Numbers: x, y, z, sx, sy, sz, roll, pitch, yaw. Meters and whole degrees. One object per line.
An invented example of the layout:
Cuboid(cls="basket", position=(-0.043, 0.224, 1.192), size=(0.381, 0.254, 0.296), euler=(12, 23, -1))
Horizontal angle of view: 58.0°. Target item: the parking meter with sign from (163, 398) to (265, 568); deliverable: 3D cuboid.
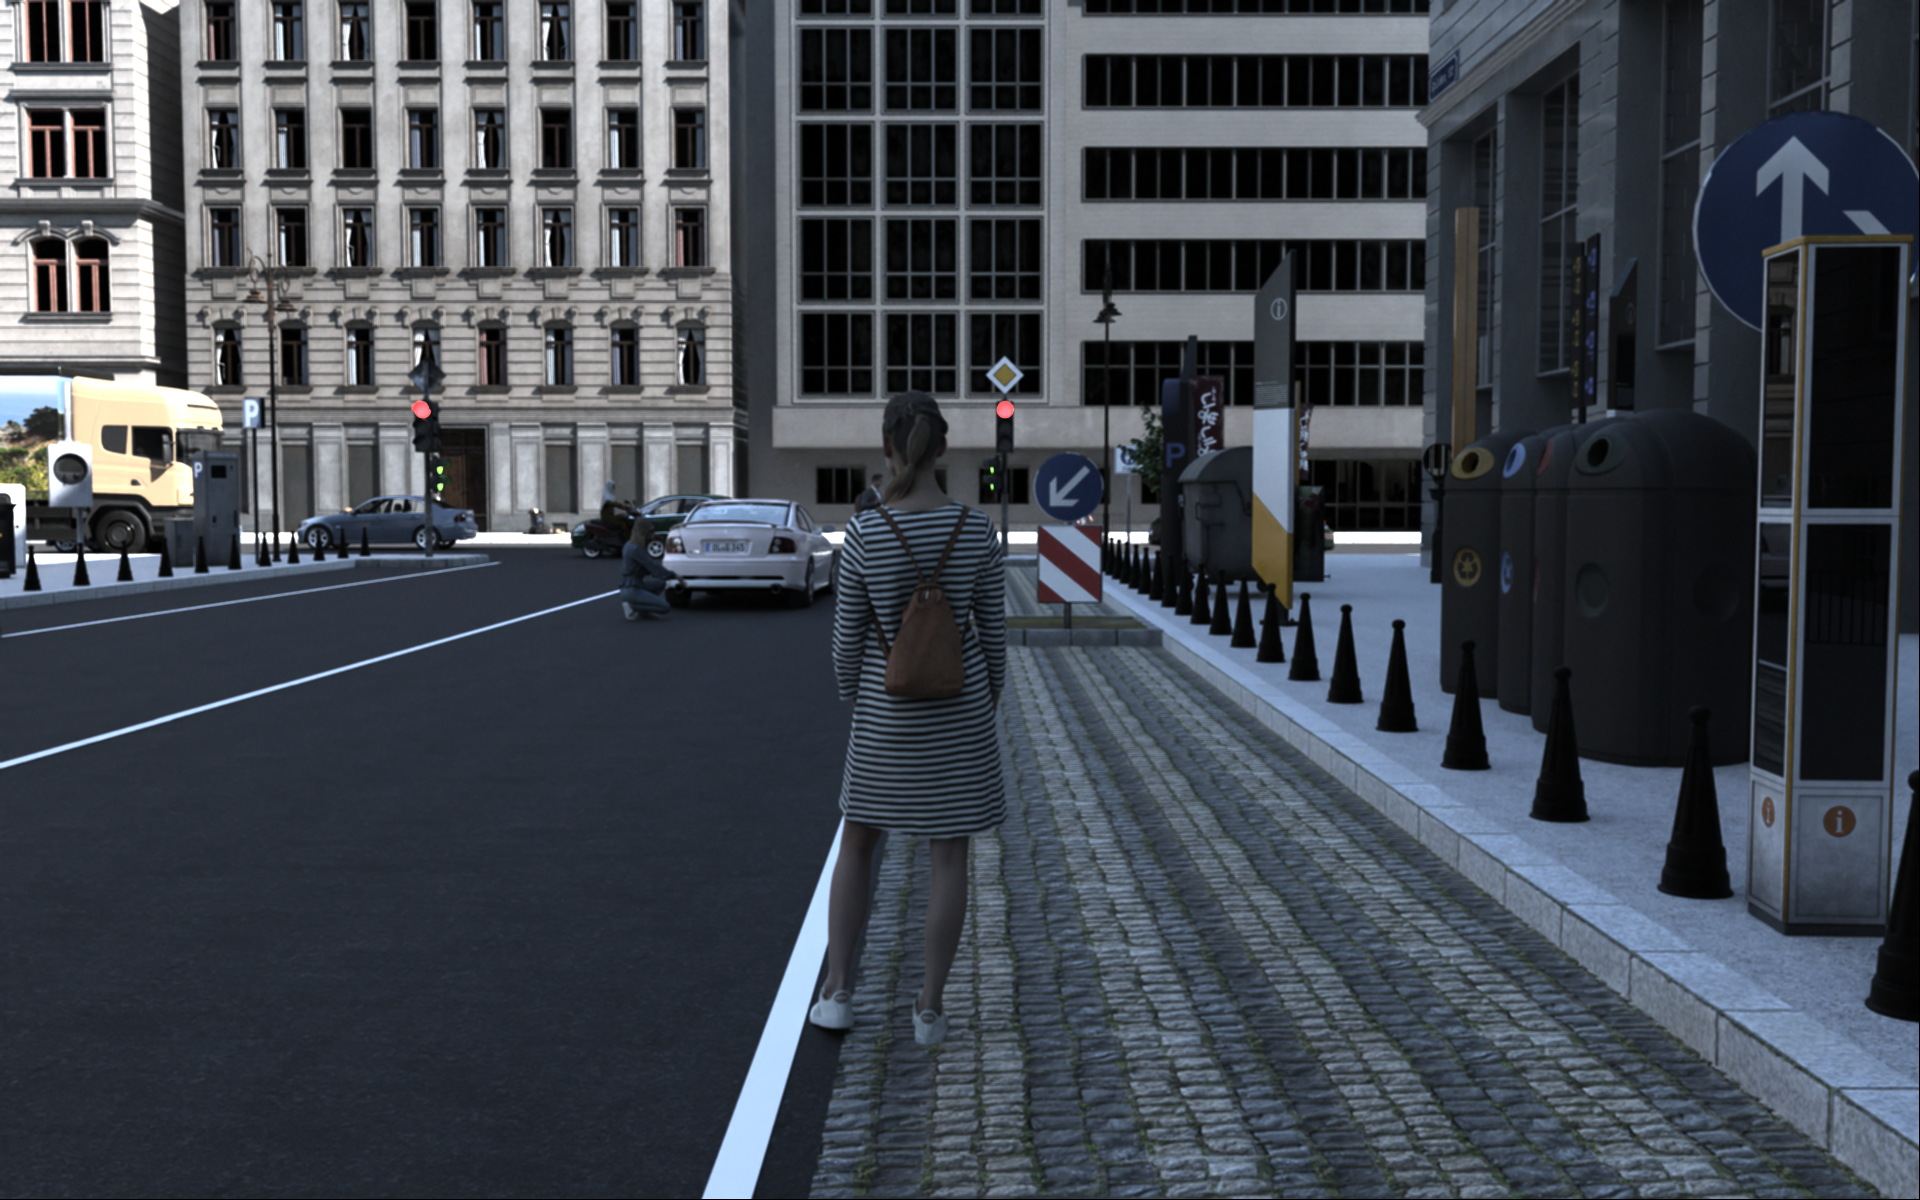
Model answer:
Cuboid(cls="parking meter with sign", position=(-13.298, -2.118, 30.884), size=(0.543, 3.016, 1.738), euler=(2, 4, 33))

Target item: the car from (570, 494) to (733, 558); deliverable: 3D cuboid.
Cuboid(cls="car", position=(-6.515, -1.719, 39.909), size=(4.920, 1.459, 2.131), euler=(0, 4, 1))

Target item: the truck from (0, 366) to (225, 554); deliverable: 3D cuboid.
Cuboid(cls="truck", position=(-21.862, -3.068, 39.075), size=(11.283, 4.237, 2.839), euler=(0, 3, 0))

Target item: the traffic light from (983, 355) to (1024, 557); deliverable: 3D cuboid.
Cuboid(cls="traffic light", position=(0.891, -2.834, 35.253), size=(0.839, 4.253, 0.868), euler=(0, 3, 0))

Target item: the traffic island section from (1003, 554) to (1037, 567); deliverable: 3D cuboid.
Cuboid(cls="traffic island section", position=(0.931, -0.800, 35.367), size=(2.009, 0.180, 2.903), euler=(0, 3, 0))

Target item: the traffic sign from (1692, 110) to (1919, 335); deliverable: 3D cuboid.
Cuboid(cls="traffic sign", position=(2.834, -0.352, 5.862), size=(0.768, 2.556, 0.104), euler=(0, 4, 4))

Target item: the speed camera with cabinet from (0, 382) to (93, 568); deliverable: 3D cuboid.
Cuboid(cls="speed camera with cabinet", position=(-16.295, -2.194, 30.207), size=(2.038, 3.252, 0.660), euler=(-2, 4, -31))

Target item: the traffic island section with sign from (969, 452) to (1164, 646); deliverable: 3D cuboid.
Cuboid(cls="traffic island section with sign", position=(0.923, -0.521, 17.148), size=(1.989, 1.847, 2.006), euler=(0, 3, 0))

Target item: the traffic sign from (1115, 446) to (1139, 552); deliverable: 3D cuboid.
Cuboid(cls="traffic sign", position=(3.515, -2.075, 36.049), size=(0.606, 2.300, 0.079), euler=(0, 4, 1))

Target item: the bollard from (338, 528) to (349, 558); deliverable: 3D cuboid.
Cuboid(cls="bollard", position=(-12.334, -1.136, 34.608), size=(0.229, 0.601, 0.229), euler=(0, 3, 0))

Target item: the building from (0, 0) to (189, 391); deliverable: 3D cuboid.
Cuboid(cls="building", position=(-37.666, -16.796, 62.008), size=(23.554, 28.519, 14.401), euler=(0, 3, 0))

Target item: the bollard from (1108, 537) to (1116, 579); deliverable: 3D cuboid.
Cuboid(cls="bollard", position=(2.395, -0.616, 26.107), size=(0.229, 0.601, 0.229), euler=(0, 3, 0))

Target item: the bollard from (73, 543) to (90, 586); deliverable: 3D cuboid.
Cuboid(cls="bollard", position=(-12.341, -0.506, 24.314), size=(0.229, 0.601, 0.229), euler=(0, 3, 0))

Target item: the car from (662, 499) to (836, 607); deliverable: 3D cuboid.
Cuboid(cls="car", position=(-2.767, -0.672, 23.355), size=(2.083, 1.381, 4.827), euler=(0, 4, 2))

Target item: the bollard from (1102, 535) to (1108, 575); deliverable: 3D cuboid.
Cuboid(cls="bollard", position=(2.398, -0.694, 27.389), size=(0.229, 0.601, 0.229), euler=(0, 3, 0))

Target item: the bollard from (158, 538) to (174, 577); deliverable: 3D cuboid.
Cuboid(cls="bollard", position=(-12.341, -0.664, 26.892), size=(0.229, 0.601, 0.229), euler=(0, 3, 0))

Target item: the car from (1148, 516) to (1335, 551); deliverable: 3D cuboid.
Cuboid(cls="car", position=(6.399, -1.815, 39.470), size=(4.222, 1.686, 2.009), euler=(0, 4, -2))

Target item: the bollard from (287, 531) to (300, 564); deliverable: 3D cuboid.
Cuboid(cls="bollard", position=(-12.337, -0.979, 32.043), size=(0.229, 0.601, 0.229), euler=(0, 3, 0))

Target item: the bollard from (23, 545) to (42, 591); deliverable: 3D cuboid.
Cuboid(cls="bollard", position=(-12.342, -0.427, 23.027), size=(0.229, 0.601, 0.229), euler=(0, 3, 0))

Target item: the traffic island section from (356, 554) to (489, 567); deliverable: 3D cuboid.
Cuboid(cls="traffic island section", position=(-10.860, -0.801, 35.383), size=(2.009, 0.180, 2.903), euler=(0, 3, 0))

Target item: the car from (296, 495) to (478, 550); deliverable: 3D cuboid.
Cuboid(cls="car", position=(-14.865, -2.015, 44.949), size=(4.499, 1.417, 2.014), euler=(0, 4, -1))

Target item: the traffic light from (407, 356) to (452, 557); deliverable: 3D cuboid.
Cuboid(cls="traffic light", position=(-10.820, -2.833, 35.248), size=(0.839, 4.253, 0.868), euler=(0, 3, 0))

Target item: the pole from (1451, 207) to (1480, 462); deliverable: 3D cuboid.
Cuboid(cls="pole", position=(3.620, -1.138, 12.454), size=(0.158, 3.312, 0.155), euler=(0, 3, 0))

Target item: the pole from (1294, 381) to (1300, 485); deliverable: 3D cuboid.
Cuboid(cls="pole", position=(6.063, -2.293, 31.341), size=(0.158, 3.312, 0.155), euler=(0, 3, 0))

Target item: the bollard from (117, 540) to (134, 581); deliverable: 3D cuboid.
Cuboid(cls="bollard", position=(-12.345, -0.584, 25.593), size=(0.229, 0.601, 0.229), euler=(0, 3, 0))

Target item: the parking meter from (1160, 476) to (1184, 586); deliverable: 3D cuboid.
Cuboid(cls="parking meter", position=(2.989, -0.968, 24.231), size=(0.372, 1.533, 0.369), euler=(0, 3, 0))

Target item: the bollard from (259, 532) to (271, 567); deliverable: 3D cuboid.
Cuboid(cls="bollard", position=(-12.337, -0.898, 30.731), size=(0.229, 0.601, 0.229), euler=(0, 3, 0))

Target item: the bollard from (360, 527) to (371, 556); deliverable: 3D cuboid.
Cuboid(cls="bollard", position=(-12.333, -1.214, 35.886), size=(0.229, 0.601, 0.229), euler=(0, 3, 0))

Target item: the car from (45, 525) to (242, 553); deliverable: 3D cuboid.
Cuboid(cls="car", position=(-20.155, -1.881, 42.753), size=(4.499, 1.417, 2.014), euler=(0, 4, 0))

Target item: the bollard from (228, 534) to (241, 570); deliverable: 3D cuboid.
Cuboid(cls="bollard", position=(-12.339, -0.820, 29.451), size=(0.229, 0.601, 0.229), euler=(0, 3, 0))

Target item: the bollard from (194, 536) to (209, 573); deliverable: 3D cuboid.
Cuboid(cls="bollard", position=(-12.341, -0.742, 28.173), size=(0.229, 0.601, 0.229), euler=(0, 3, 0))

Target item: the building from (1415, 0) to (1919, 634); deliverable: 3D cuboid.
Cuboid(cls="building", position=(13.548, -14.537, 15.168), size=(11.434, 29.767, 29.804), euler=(0, 3, 0))

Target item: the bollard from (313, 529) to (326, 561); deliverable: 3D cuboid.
Cuboid(cls="bollard", position=(-12.335, -1.057, 33.322), size=(0.229, 0.601, 0.229), euler=(0, 3, 0))

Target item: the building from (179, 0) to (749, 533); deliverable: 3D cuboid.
Cuboid(cls="building", position=(-16.324, -12.940, 60.717), size=(18.267, 20.994, 9.793), euler=(0, 3, 0))

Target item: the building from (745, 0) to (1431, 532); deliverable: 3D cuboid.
Cuboid(cls="building", position=(7.882, -14.882, 62.381), size=(30.058, 24.678, 14.314), euler=(0, 3, 0))

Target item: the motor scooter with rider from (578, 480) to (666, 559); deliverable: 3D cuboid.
Cuboid(cls="motor scooter with rider", position=(-7.483, -1.792, 38.265), size=(1.986, 1.779, 0.876), euler=(0, 4, 2))

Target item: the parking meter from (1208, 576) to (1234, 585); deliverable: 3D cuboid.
Cuboid(cls="parking meter", position=(3.702, -0.987, 24.542), size=(0.372, 1.533, 0.369), euler=(0, 3, 0))
